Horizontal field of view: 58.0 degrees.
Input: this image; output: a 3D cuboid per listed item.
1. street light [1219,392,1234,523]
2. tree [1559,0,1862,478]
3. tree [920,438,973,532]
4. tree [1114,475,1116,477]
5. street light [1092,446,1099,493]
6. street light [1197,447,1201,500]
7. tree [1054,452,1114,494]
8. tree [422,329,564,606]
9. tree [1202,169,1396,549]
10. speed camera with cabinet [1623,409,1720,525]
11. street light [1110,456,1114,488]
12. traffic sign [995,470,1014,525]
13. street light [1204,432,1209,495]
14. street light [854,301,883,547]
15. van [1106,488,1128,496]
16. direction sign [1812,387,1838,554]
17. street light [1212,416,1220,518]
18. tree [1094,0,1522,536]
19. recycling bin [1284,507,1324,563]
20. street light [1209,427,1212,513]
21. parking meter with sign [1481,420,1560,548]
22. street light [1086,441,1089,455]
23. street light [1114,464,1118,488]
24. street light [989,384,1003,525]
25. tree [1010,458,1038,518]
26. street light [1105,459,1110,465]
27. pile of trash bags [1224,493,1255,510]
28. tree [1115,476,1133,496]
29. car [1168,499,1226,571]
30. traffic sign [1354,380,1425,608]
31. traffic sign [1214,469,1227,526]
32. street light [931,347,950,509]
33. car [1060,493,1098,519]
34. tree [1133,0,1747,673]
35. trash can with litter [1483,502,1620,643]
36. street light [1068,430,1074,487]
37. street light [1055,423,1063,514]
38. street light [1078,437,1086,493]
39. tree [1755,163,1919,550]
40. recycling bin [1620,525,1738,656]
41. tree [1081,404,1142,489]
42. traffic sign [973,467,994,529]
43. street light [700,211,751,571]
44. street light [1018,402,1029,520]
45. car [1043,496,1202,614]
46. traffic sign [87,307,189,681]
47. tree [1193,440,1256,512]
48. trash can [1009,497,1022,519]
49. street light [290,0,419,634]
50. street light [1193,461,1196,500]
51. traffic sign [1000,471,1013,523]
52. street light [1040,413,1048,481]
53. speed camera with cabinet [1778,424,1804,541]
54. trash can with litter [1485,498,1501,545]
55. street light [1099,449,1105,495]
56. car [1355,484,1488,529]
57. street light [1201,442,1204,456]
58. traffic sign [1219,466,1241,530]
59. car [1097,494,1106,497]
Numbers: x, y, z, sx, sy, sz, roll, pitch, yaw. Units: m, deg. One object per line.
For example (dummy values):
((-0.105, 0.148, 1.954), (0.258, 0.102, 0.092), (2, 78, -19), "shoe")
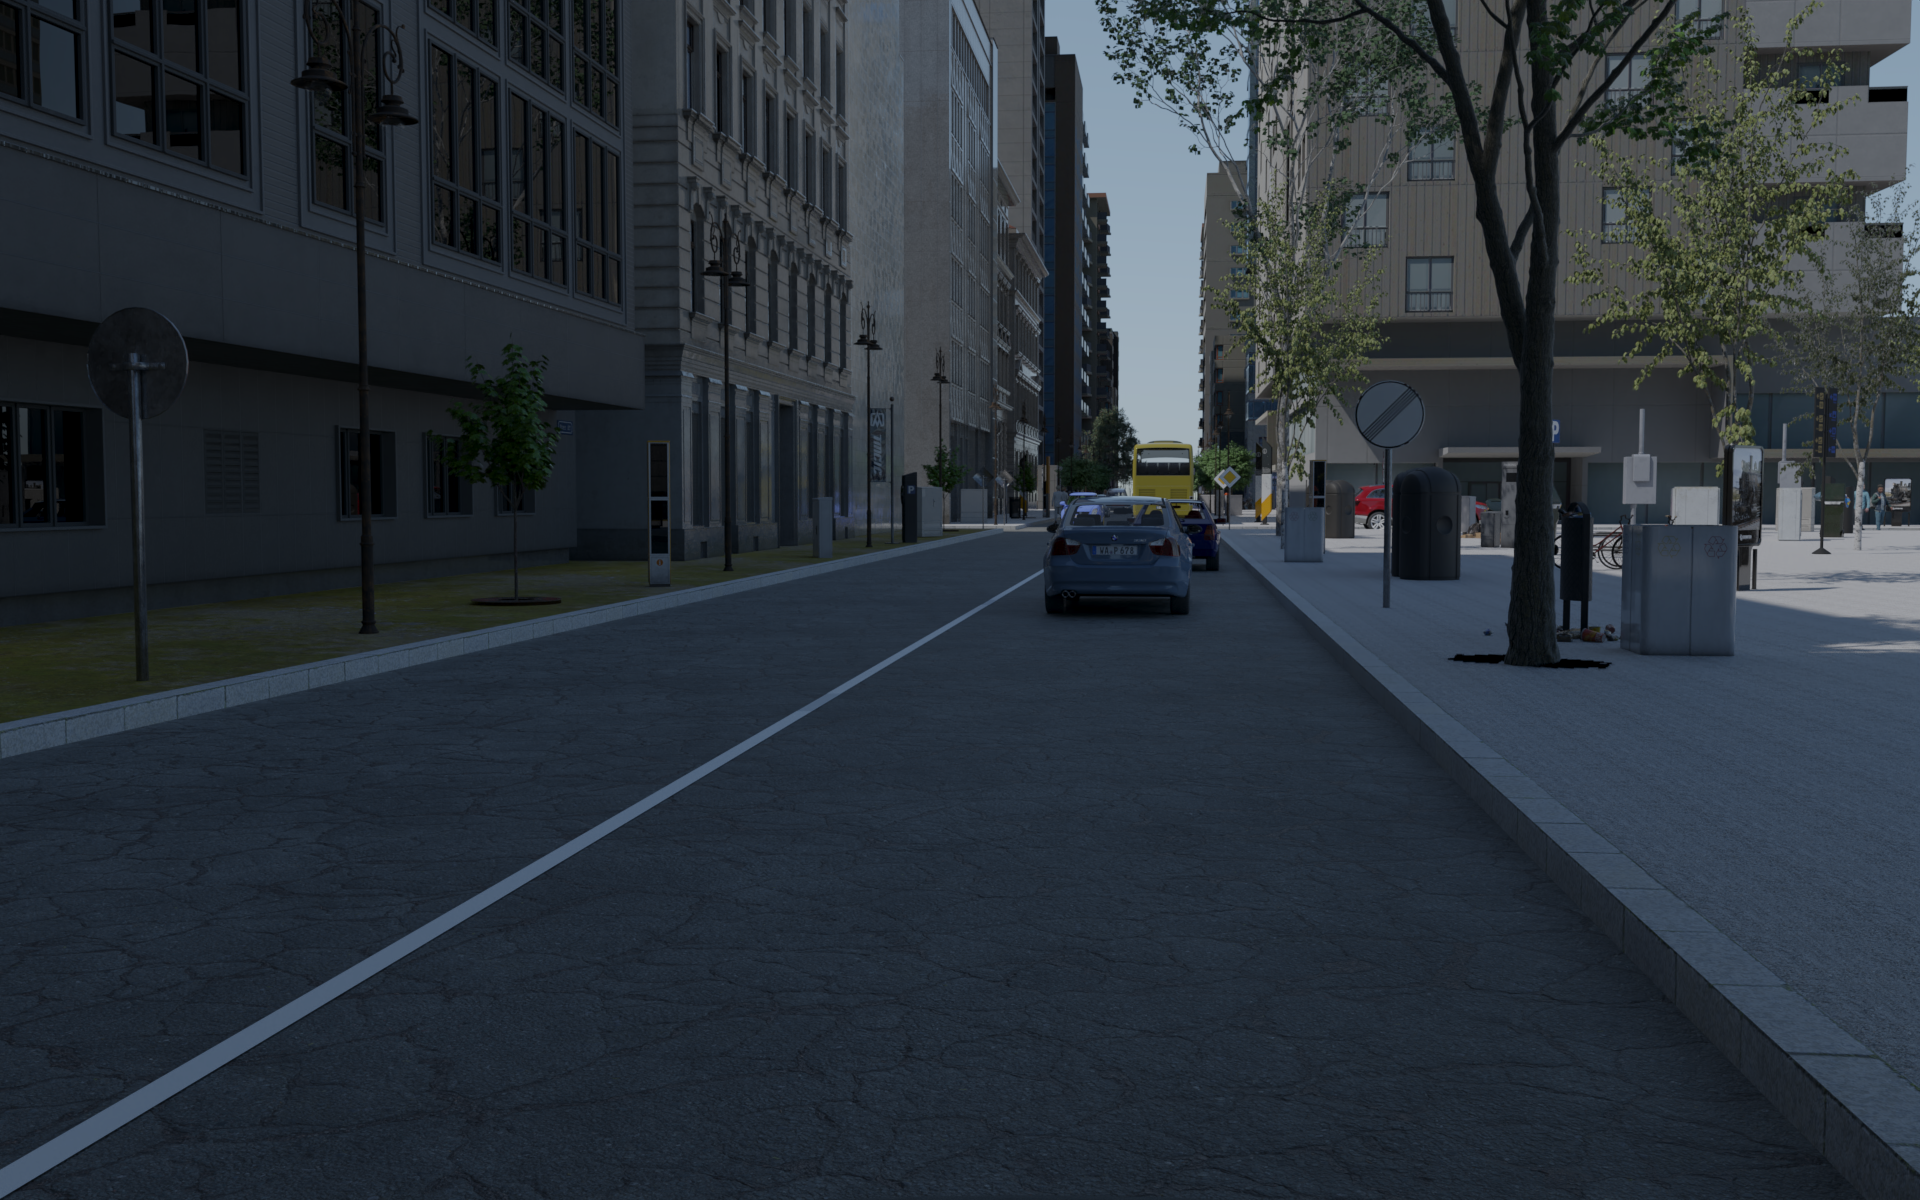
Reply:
((11.960, -6.386, 77.201), (0.468, 5.910, 1.993), (0, 4, 7), "street light")
((11.210, -4.597, 25.524), (4.737, 8.622, 4.395), (0, 3, 0), "tree")
((-0.639, -3.973, 59.555), (1.663, 3.219, 1.824), (0, 3, 0), "tree")
((11.619, -10.650, 157.842), (4.285, 4.588, 4.351), (0, 3, 0), "tree")
((12.445, -11.523, 161.191), (0.468, 5.910, 1.993), (0, 4, 7), "street light")
((20.216, -10.483, 144.191), (0.468, 5.910, 1.993), (0, 4, 7), "street light")
((8.896, -9.153, 133.369), (4.285, 4.588, 4.351), (0, 3, 0), "tree")
((-5.163, -1.575, 20.347), (1.663, 3.219, 1.824), (0, 3, 0), "tree")
((7.798, -5.491, 40.137), (4.737, 8.622, 4.395), (0, 3, 0), "tree")
((16.560, -2.813, 40.333), (2.038, 3.252, 0.660), (1, 4, 14), "speed camera with cabinet")
((17.187, -13.888, 199.856), (0.468, 5.910, 1.993), (0, 4, 7), "street light")
((1.828, -4.131, 71.191), (0.795, 2.450, 0.064), (0, 4, 7), "traffic sign")
((16.846, -8.784, 116.407), (0.468, 5.910, 1.993), (0, 4, 7), "street light")
((-2.194, -4.211, 41.632), (0.468, 5.910, 1.993), (0, 4, 7), "street light")
((11.281, -7.212, 124.922), (2.013, 2.044, 4.112), (0, 4, 8), "van")
((18.403, -2.746, 36.892), (0.876, 3.537, 0.379), (-3, 4, -35), "direction sign")
((13.520, -7.175, 90.092), (0.468, 5.910, 1.993), (0, 4, 7), "street light")
((11.232, -11.982, 51.788), (12.611, 20.169, 13.585), (0, 3, 0), "tree")
((6.524, -1.241, 32.839), (0.722, 1.027, 0.722), (1, 4, 11), "recycling bin")
((15.209, -7.962, 102.967), (0.468, 5.910, 1.993), (0, 4, 7), "street light")
((13.268, -2.746, 41.152), (1.738, 3.016, 0.543), (3, 5, 42), "parking meter with sign")
((10.750, -10.702, 147.768), (0.468, 5.910, 1.993), (0, 4, 7), "street light")
((18.872, -14.691, 212.991), (0.468, 5.910, 1.993), (0, 4, 7), "street light")
((1.485, -6.053, 71.747), (0.468, 5.910, 1.993), (0, 4, 7), "street light")
((3.567, -5.949, 91.869), (1.663, 3.219, 1.824), (0, 3, 0), "tree")
((15.642, -13.099, 186.964), (0.468, 5.910, 1.993), (0, 4, 7), "street light")
((22.586, -8.039, 141.191), (1.912, 1.369, 3.447), (-2, 4, -26), "pile of trash bags")
((24.978, -19.105, 262.723), (4.360, 8.622, 3.978), (0, 3, 0), "tree")
((4.202, -1.296, 33.762), (1.945, 1.354, 3.894), (1, 4, 9), "car")
((4.814, -1.185, 19.473), (0.768, 2.556, 0.104), (1, 4, 10), "traffic sign")
((10.653, -4.064, 70.087), (0.795, 2.450, 0.064), (0, 4, 7), "traffic sign")
((-0.615, -4.999, 54.521), (0.468, 5.910, 1.993), (0, 4, 7), "street light")
((5.300, -3.973, 74.546), (1.945, 1.707, 3.694), (0, 4, 8), "car")
((4.134, -5.318, 12.707), (9.928, 11.665, 9.643), (0, 3, 0), "tree")
((5.593, -0.288, 15.765), (1.678, 1.210, 2.233), (0, 4, 2), "trash can with litter")
((8.013, -9.285, 124.594), (0.468, 5.910, 1.993), (0, 4, 7), "street light")
((6.344, -8.473, 111.317), (0.468, 5.910, 1.993), (0, 4, 7), "street light")
((9.541, -10.082, 137.628), (0.468, 5.910, 1.993), (0, 4, 7), "street light")
((20.476, -5.448, 39.432), (4.360, 8.622, 3.978), (0, 3, 0), "tree")
((5.822, -0.092, 14.054), (0.722, 1.027, 0.722), (0, 4, 7), "recycling bin")
((19.554, -18.629, 221.586), (9.611, 12.733, 9.660), (0, 3, 0), "tree")
((0.852, -3.647, 63.266), (0.795, 2.450, 0.064), (0, 4, 7), "traffic sign")
((-3.857, -3.417, 28.659), (0.468, 5.910, 1.993), (0, 4, 7), "street light")
((3.160, -6.896, 85.543), (0.468, 5.910, 1.993), (0, 4, 7), "street light")
((2.058, -0.611, 21.987), (2.014, 1.417, 4.499), (0, 4, 8), "car")
((-5.617, -0.717, 11.823), (0.768, 2.556, 0.104), (1, 4, 11), "traffic sign")
((16.292, -7.773, 110.800), (4.285, 4.588, 4.351), (0, 3, 0), "tree")
((2.870, -4.809, 90.281), (0.748, 1.137, 0.748), (0, 3, 0), "trash can")
((-5.445, -2.629, 15.772), (0.468, 5.910, 1.993), (0, 4, 7), "street light")
((23.131, -11.937, 167.962), (0.468, 5.910, 1.993), (0, 4, 7), "street light")
((2.038, -4.512, 75.901), (0.606, 2.300, 0.079), (1, 4, 9), "traffic sign")
((4.793, -7.684, 98.425), (0.468, 5.910, 1.993), (0, 4, 7), "street light")
((23.048, -3.285, 48.042), (0.660, 3.252, 2.038), (2, 4, 25), "speed camera with cabinet")
((13.802, -2.004, 44.151), (0.624, 1.170, 1.055), (0, 4, -4), "trash can with litter")
((14.039, -12.311, 174.078), (0.468, 5.910, 1.993), (0, 4, 7), "street light")
((17.103, -3.433, 64.805), (5.304, 1.827, 2.281), (0, 4, 7), "car")
((18.506, -9.595, 129.658), (0.468, 5.910, 1.993), (0, 4, 7), "street light")
((9.677, -3.579, 62.162), (0.795, 2.450, 0.064), (0, 4, 7), "traffic sign")
((8.427, -5.847, 107.606), (2.014, 1.417, 4.499), (0, 4, 7), "car")
